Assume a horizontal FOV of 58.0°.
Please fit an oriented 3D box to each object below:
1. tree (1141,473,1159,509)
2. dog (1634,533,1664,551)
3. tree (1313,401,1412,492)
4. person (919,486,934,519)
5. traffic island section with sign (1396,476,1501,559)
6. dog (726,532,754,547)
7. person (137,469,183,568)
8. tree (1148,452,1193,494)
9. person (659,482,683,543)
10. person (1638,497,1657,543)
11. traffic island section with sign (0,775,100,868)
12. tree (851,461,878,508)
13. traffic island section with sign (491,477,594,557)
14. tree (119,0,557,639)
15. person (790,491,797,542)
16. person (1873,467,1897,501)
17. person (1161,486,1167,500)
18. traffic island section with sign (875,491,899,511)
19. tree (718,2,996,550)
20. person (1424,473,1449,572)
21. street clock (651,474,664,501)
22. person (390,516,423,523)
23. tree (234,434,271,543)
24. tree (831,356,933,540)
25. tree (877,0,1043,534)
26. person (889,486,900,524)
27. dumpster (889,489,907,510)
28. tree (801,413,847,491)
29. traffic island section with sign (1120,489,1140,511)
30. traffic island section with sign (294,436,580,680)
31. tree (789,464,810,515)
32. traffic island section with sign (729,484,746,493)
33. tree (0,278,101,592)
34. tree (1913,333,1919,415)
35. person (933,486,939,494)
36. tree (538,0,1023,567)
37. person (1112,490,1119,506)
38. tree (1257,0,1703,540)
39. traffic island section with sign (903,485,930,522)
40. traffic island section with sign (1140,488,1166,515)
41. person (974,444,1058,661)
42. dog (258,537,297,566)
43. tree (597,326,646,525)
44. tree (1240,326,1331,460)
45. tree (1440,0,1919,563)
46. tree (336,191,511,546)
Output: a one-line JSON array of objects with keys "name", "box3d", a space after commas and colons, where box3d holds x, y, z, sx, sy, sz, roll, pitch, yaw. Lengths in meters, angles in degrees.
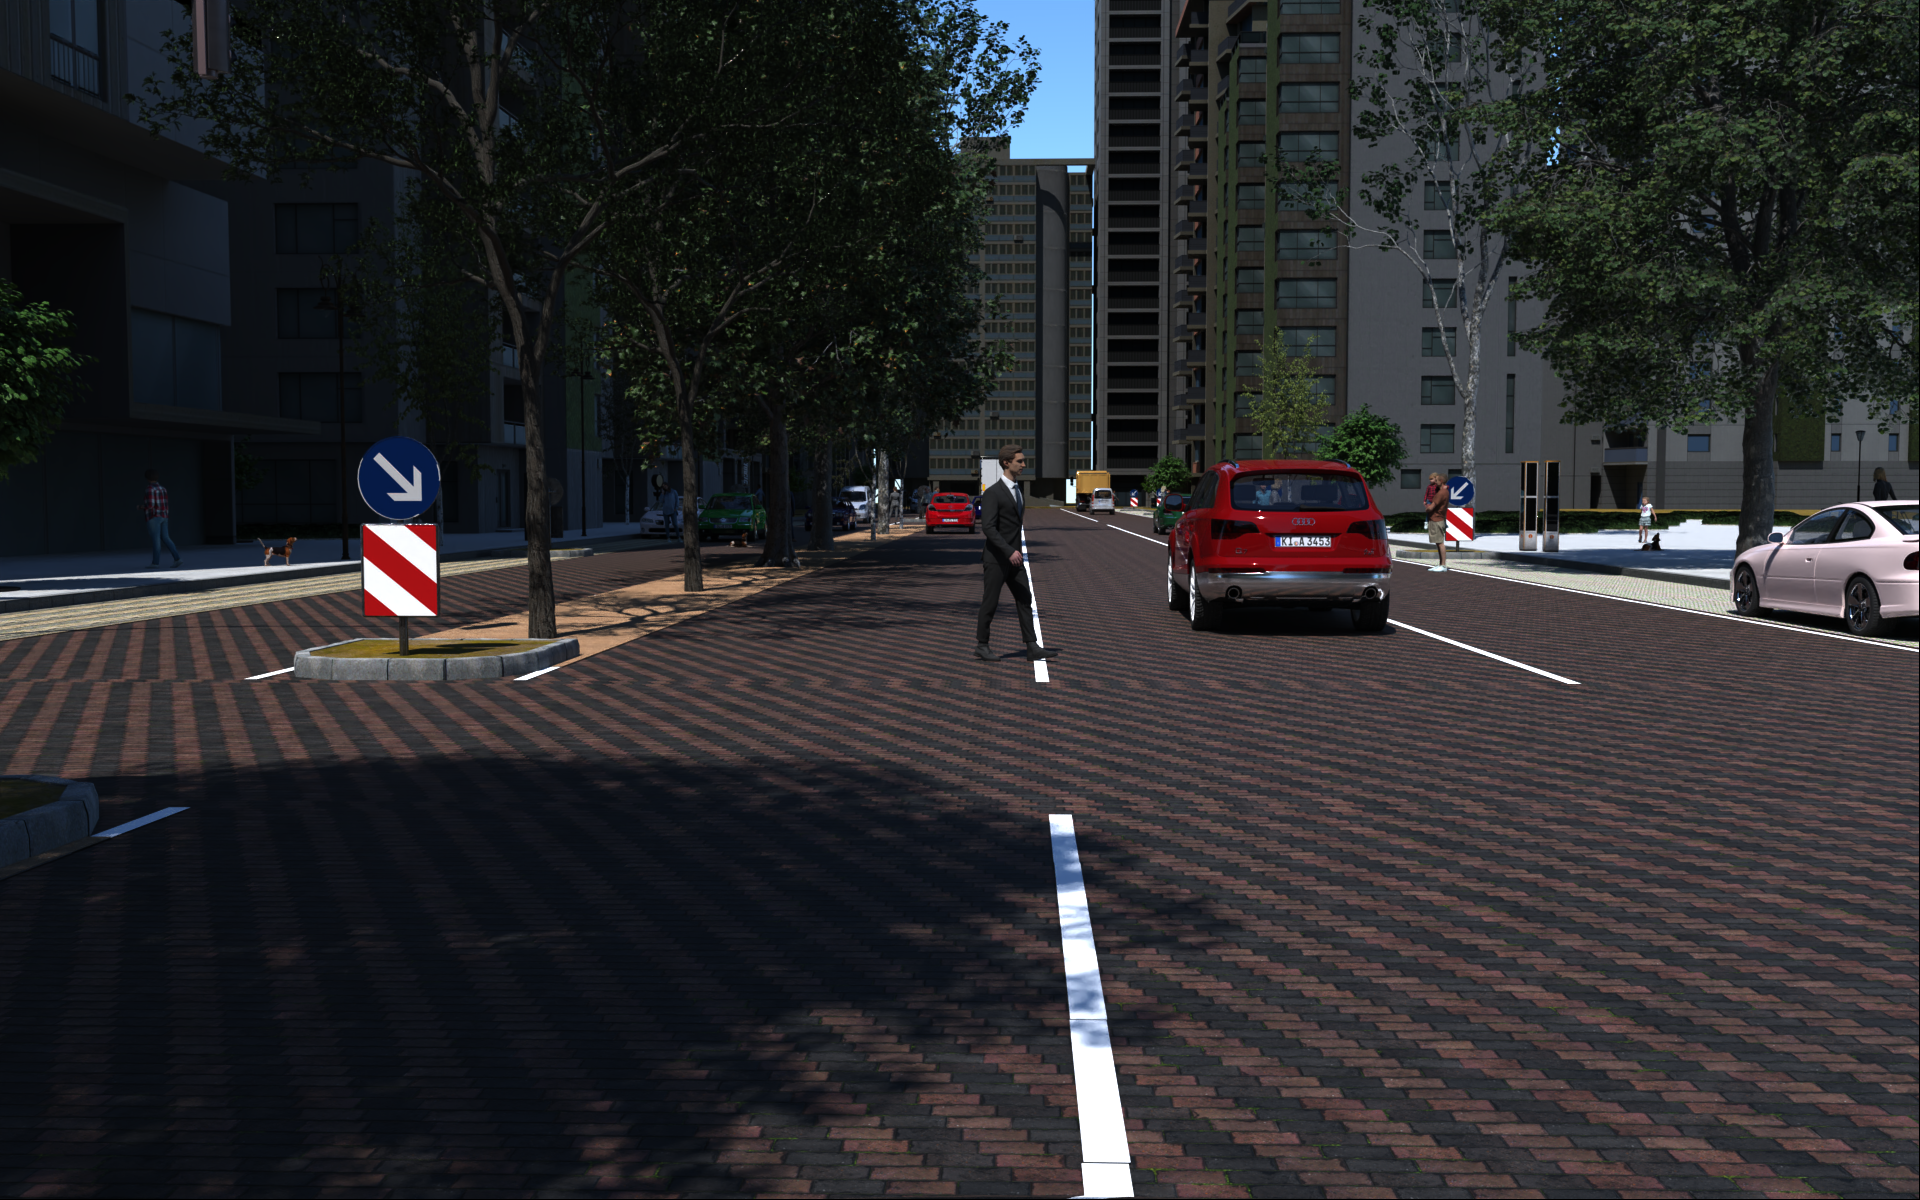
[{"name": "tree", "box3d": [17.272, -9.937, 157.068, 1.663, 3.219, 1.824, 0, 3, 0]}, {"name": "dog", "box3d": [15.592, -1.313, 39.208, 0.748, 0.427, 0.550, 1, 4, 12]}, {"name": "tree", "box3d": [14.288, -4.725, 60.971, 4.285, 4.588, 4.351, 0, 3, 0]}, {"name": "person", "box3d": [-1.424, -4.036, 74.982, 0.782, 1.767, 0.515, 1, 4, 22]}, {"name": "traffic island section with sign", "box3d": [10.852, -1.841, 38.722, 1.989, 1.847, 2.006, 0, 4, 2]}, {"name": "dog", "box3d": [-5.943, -1.622, 46.713, 0.550, 0.427, 0.748, -3, 5, -40]}, {"name": "person", "box3d": [-13.843, -1.409, 29.921, 0.643, 1.720, 0.563, 0, 4, 7]}, {"name": "tree", "box3d": [16.069, -9.049, 131.671, 4.285, 4.588, 4.351, 0, 3, 0]}, {"name": "person", "box3d": [-8.529, -2.591, 51.128, 0.793, 1.790, 0.793, -2, 4, -27]}, {"name": "person", "box3d": [18.059, -2.106, 45.489, 0.505, 1.210, 0.382, 3, 5, 41]}, {"name": "traffic island section with sign", "box3d": [-4.639, 0.078, 6.869, 2.006, 1.907, 1.989, 0, 4, 2]}, {"name": "tree", "box3d": [-8.603, -10.977, 163.192, 4.285, 4.588, 4.351, 0, 3, 0]}, {"name": "traffic island section with sign", "box3d": [-9.544, -1.911, 39.874, 1.989, 1.847, 2.006, 0, 4, 2]}, {"name": "tree", "box3d": [-4.092, -4.910, 17.153, 8.767, 10.594, 7.601, 0, 4, 2]}, {"name": "person", "box3d": [-5.219, -2.647, 51.969, 0.721, 1.800, 0.419, -1, 4, -15]}, {"name": "person", "box3d": [18.119, -1.658, 33.368, 1.509, 1.804, 0.699, 0, 3, 0]}, {"name": "person", "box3d": [9.138, -4.182, 77.064, 0.526, 1.800, 0.537, 1, 4, 16]}, {"name": "traffic island section with sign", "box3d": [-6.101, -8.299, 144.316, 1.989, 1.847, 2.006, 0, 4, 2]}, {"name": "tree", "box3d": [-3.545, -8.236, 43.770, 9.857, 13.997, 8.962, 0, 3, 0]}, {"name": "person", "box3d": [8.845, -1.444, 32.076, 0.573, 1.828, 0.580, -2, 4, -32]}, {"name": "street clock", "box3d": [-11.085, -3.604, 63.496, 0.358, 2.002, 0.471, 2, 4, 23]}, {"name": "person", "box3d": [-12.862, -2.073, 40.286, 0.624, 1.780, 0.694, 3, 4, 36]}, {"name": "tree", "box3d": [-19.212, -3.119, 45.605, 1.663, 3.219, 1.824, 0, 3, 0]}, {"name": "tree", "box3d": [-2.685, -6.151, 53.396, 4.360, 8.622, 3.978, 0, 3, 0]}, {"name": "tree", "box3d": [-3.898, -12.435, 61.658, 12.611, 20.169, 13.585, 0, 3, 0]}, {"name": "person", "box3d": [-3.136, -4.481, 82.034, 0.520, 1.790, 0.573, -2, 4, -27]}, {"name": "dumpster", "box3d": [-5.781, -9.242, 159.324, 1.865, 1.857, 1.264, 0, 4, 1]}, {"name": "tree", "box3d": [-9.463, -10.465, 121.471, 4.737, 8.622, 4.395, 0, 3, 0]}, {"name": "traffic island section with sign", "box3d": [14.328, -8.290, 144.168, 1.989, 1.847, 2.006, 0, 4, 2]}, {"name": "traffic island section with sign", "box3d": [-4.386, -0.375, 14.271, 2.006, 1.907, 1.989, 0, 4, 2]}, {"name": "tree", "box3d": [-10.289, -6.863, 106.808, 1.663, 3.219, 1.824, 0, 3, 0]}, {"name": "traffic island section with sign", "box3d": [-8.642, -3.578, 67.128, 1.989, 1.847, 2.006, 0, 4, 2]}, {"name": "tree", "box3d": [-13.141, -2.389, 22.770, 4.285, 4.588, 4.351, 0, 3, 0]}, {"name": "tree", "box3d": [31.584, -6.287, 53.152, 4.360, 8.622, 3.978, 0, 3, 0]}, {"name": "person", "box3d": [-1.224, -4.794, 86.898, 0.654, 1.822, 0.581, -1, 4, -19]}, {"name": "tree", "box3d": [-3.572, -7.004, 33.989, 9.611, 12.733, 9.660, 0, 3, 0]}, {"name": "person", "box3d": [12.207, -7.789, 136.641, 0.721, 1.735, 1.217, 2, 4, 31]}, {"name": "tree", "box3d": [15.031, -11.843, 49.523, 12.611, 20.169, 13.585, 0, 3, 0]}, {"name": "traffic island section with sign", "box3d": [-1.920, -4.968, 89.370, 2.006, 1.907, 1.989, 0, 4, 2]}, {"name": "traffic island section with sign", "box3d": [13.428, -6.633, 117.072, 1.989, 1.847, 2.006, 0, 4, 2]}, {"name": "person", "box3d": [0.458, -0.399, 14.797, 0.755, 1.850, 0.659, 2, 4, 34]}, {"name": "dog", "box3d": [-12.184, -0.863, 30.944, 0.406, 0.507, 0.540, 2, 4, 28]}, {"name": "tree", "box3d": [-13.878, -7.444, 72.073, 4.360, 8.622, 3.978, 0, 3, 0]}, {"name": "tree", "box3d": [14.305, -7.635, 75.189, 4.737, 8.622, 4.395, 0, 3, 0]}, {"name": "tree", "box3d": [13.377, -7.481, 28.976, 9.857, 13.997, 8.962, 0, 3, 0]}, {"name": "tree", "box3d": [-12.797, -5.610, 42.081, 4.737, 8.622, 4.395, 0, 3, 0]}]
